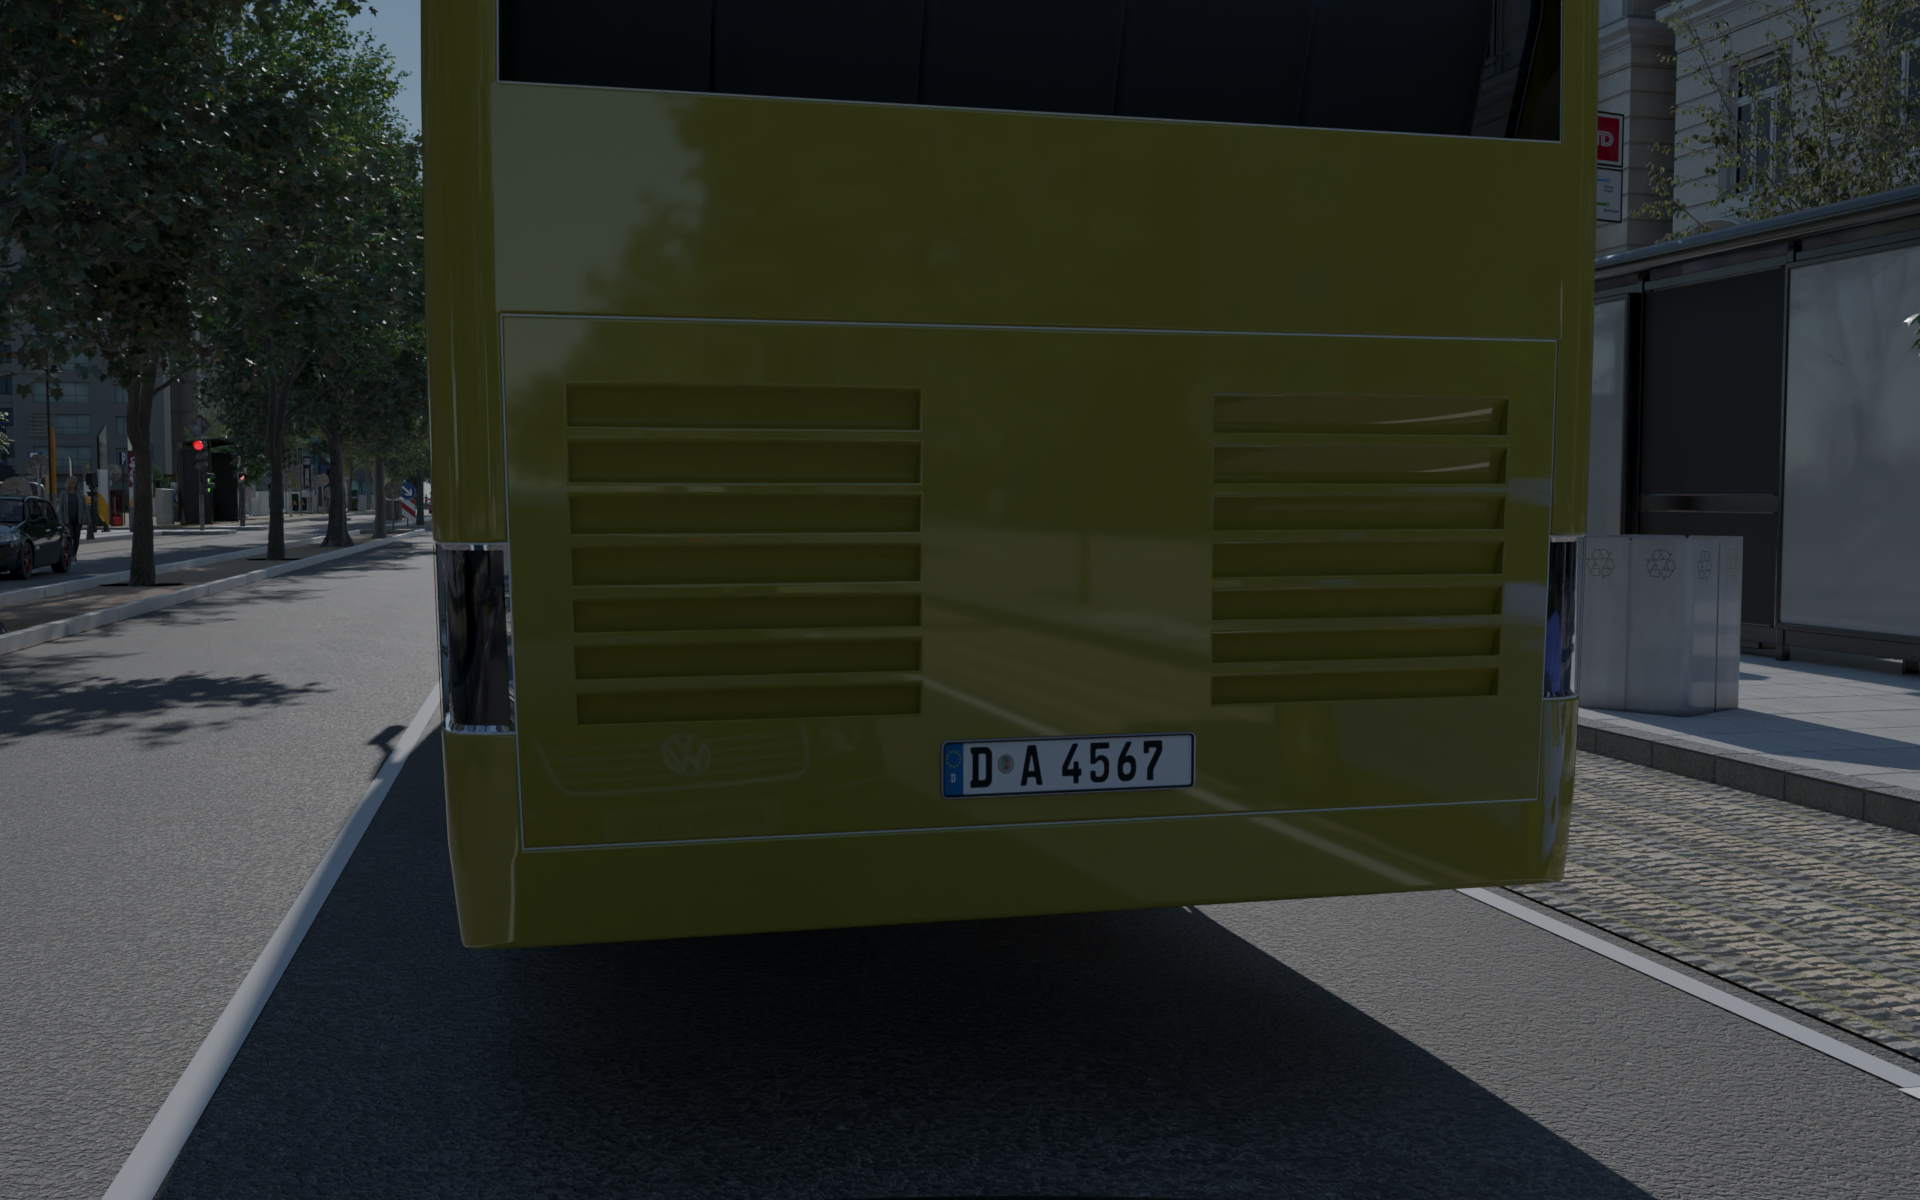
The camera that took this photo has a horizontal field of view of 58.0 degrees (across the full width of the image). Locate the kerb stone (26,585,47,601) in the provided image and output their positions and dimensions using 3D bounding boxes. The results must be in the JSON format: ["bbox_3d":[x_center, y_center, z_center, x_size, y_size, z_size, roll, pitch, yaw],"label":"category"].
[{"bbox_3d":[-12.593,-0.072,23.423,0.120,0.150,1.000,-1,4,-13],"label":"kerb stone"}]

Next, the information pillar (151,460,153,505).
[{"bbox_3d":[-32.408,-4.756,69.121,0.183,3.616,0.504,0,4,6],"label":"information pillar"}]

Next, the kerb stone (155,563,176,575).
[{"bbox_3d":[-14.438,-0.562,31.411,0.120,0.150,1.000,-1,4,-13],"label":"kerb stone"}]

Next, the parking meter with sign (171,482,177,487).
[{"bbox_3d":[-50.623,-7.078,111.978,1.738,3.016,0.543,3,5,39],"label":"parking meter with sign"}]

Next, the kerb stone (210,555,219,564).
[{"bbox_3d":[-15.359,-0.798,35.400,0.120,0.150,1.000,-1,4,-13],"label":"kerb stone"}]

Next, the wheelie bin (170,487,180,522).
[{"bbox_3d":[-36.139,-4.393,79.736,0.980,1.594,0.693,2,4,33],"label":"wheelie bin"}]

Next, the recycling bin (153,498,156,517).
[{"bbox_3d":[-45.782,-5.281,98.904,0.722,1.027,0.722,-3,4,-38],"label":"recycling bin"}]

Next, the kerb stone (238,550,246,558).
[{"bbox_3d":[-16.049,-0.988,38.410,0.120,0.150,1.000,-1,4,-13],"label":"kerb stone"}]

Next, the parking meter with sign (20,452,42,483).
[{"bbox_3d":[-38.297,-4.572,71.005,0.543,3.016,1.738,0,4,-2],"label":"parking meter with sign"}]

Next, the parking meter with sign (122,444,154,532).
[{"bbox_3d":[-27.971,-3.844,59.117,0.543,3.016,1.738,-1,4,-13],"label":"parking meter with sign"}]

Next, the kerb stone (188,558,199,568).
[{"bbox_3d":[-14.887,-0.681,33.405,0.120,0.150,1.000,-1,4,-13],"label":"kerb stone"}]

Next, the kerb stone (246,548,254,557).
[{"bbox_3d":[-16.277,-1.051,39.409,0.120,0.150,1.000,-1,4,-13],"label":"kerb stone"}]

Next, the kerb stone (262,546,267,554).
[{"bbox_3d":[-16.739,-1.175,41.410,0.120,0.150,1.000,-1,4,-13],"label":"kerb stone"}]

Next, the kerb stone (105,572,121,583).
[{"bbox_3d":[-13.515,-0.319,27.414,0.120,0.150,1.000,-1,4,-13],"label":"kerb stone"}]

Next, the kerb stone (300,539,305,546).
[{"bbox_3d":[-18.121,-1.541,47.389,0.120,0.150,1.000,-1,4,-13],"label":"kerb stone"}]

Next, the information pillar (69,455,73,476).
[{"bbox_3d":[-53.062,-6.857,103.469,0.183,3.616,0.504,-3,4,-37],"label":"information pillar"}]

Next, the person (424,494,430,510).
[{"bbox_3d":[-49.038,-9.018,159.165,0.991,1.433,0.599,-1,4,-10],"label":"person"}]

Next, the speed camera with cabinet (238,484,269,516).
[{"bbox_3d":[-41.073,-6.514,100.845,0.660,3.252,2.038,1,4,9],"label":"speed camera with cabinet"}]

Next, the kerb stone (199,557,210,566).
[{"bbox_3d":[-15.122,-0.747,34.404,0.120,0.150,1.000,-1,4,-13],"label":"kerb stone"}]

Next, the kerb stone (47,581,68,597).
[{"bbox_3d":[-12.816,-0.132,24.420,0.120,0.150,1.000,-1,4,-13],"label":"kerb stone"}]

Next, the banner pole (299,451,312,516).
[{"bbox_3d":[-38.131,-6.774,100.767,0.863,3.779,0.401,-3,5,-42],"label":"banner pole"}]

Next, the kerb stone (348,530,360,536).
[{"bbox_3d":[-21.119,-2.334,60.360,0.120,0.150,1.000,-1,4,-13],"label":"kerb stone"}]

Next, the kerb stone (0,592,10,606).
[{"bbox_3d":[-12.345,-0.014,22.431,0.120,0.150,1.000,-1,4,-13],"label":"kerb stone"}]

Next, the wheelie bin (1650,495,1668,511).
[{"bbox_3d":[12.645,-1.473,31.989,0.693,1.594,0.980,-2,4,-24],"label":"wheelie bin"}]

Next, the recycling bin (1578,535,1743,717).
[{"bbox_3d":[4.189,0.132,10.400,0.722,1.027,0.722,-3,5,-42],"label":"recycling bin"}]

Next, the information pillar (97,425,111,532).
[{"bbox_3d":[-28.782,-4.086,58.164,0.183,3.616,0.504,0,4,2],"label":"information pillar"}]

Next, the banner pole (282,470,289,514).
[{"bbox_3d":[-43.907,-7.483,112.356,0.863,3.779,0.401,2,4,28],"label":"banner pole"}]

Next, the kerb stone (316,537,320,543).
[{"bbox_3d":[-18.816,-1.719,50.379,0.120,0.150,1.000,-1,4,-13],"label":"kerb stone"}]

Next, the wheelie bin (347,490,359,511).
[{"bbox_3d":[-45.385,-7.443,129.597,0.980,1.594,0.693,0,4,-3],"label":"wheelie bin"}]

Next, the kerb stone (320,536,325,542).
[{"bbox_3d":[-19.040,-1.784,51.377,0.120,0.150,1.000,-1,4,-13],"label":"kerb stone"}]

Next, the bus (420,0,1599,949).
[{"bbox_3d":[-1.294,-1.093,9.423,2.896,3.916,12.252,-1,4,-14],"label":"bus"}]

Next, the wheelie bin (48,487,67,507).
[{"bbox_3d":[-42.965,-4.571,82.647,0.980,1.594,0.693,-1,4,-23],"label":"wheelie bin"}]

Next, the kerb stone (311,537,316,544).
[{"bbox_3d":[-18.578,-1.660,49.382,0.120,0.150,1.000,-1,4,-13],"label":"kerb stone"}]

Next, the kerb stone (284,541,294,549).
[{"bbox_3d":[-17.661,-1.419,45.397,0.120,0.150,1.000,-1,4,-13],"label":"kerb stone"}]

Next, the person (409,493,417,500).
[{"bbox_3d":[-40.628,-7.330,128.524,0.592,1.802,0.473,3,4,36],"label":"person"}]

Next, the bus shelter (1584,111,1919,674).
[{"bbox_3d":[6.543,-2.323,15.620,2.179,5.291,8.768,-1,4,-13],"label":"bus shelter"}]

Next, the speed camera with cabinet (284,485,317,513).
[{"bbox_3d":[-45.417,-7.628,119.056,0.660,3.252,2.038,3,4,36],"label":"speed camera with cabinet"}]

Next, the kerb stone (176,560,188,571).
[{"bbox_3d":[-14.663,-0.616,32.408,0.120,0.150,1.000,-1,4,-13],"label":"kerb stone"}]

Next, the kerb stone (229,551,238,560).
[{"bbox_3d":[-15.810,-0.930,37.403,0.120,0.150,1.000,-1,4,-13],"label":"kerb stone"}]

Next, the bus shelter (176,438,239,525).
[{"bbox_3d":[-32.308,-5.113,74.878,1.731,3.624,6.357,-1,4,-13],"label":"bus shelter"}]

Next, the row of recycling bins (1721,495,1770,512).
[{"bbox_3d":[13.900,-1.307,28.483,1.069,1.692,3.534,-1,4,-15],"label":"row of recycling bins"}]

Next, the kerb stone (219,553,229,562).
[{"bbox_3d":[-15.584,-0.865,36.396,0.120,0.150,1.000,-1,4,-13],"label":"kerb stone"}]

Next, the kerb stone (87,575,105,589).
[{"bbox_3d":[-13.278,-0.251,26.412,0.120,0.150,1.000,-1,4,-13],"label":"kerb stone"}]

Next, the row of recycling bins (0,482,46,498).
[{"bbox_3d":[-32.278,-3.156,58.719,1.069,1.692,3.534,0,4,7],"label":"row of recycling bins"}]

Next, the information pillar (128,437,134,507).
[{"bbox_3d":[-33.820,-4.855,70.729,0.183,3.616,0.504,-3,5,-44],"label":"information pillar"}]

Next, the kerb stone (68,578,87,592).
[{"bbox_3d":[-13.044,-0.197,25.416,0.120,0.150,1.000,-1,4,-13],"label":"kerb stone"}]

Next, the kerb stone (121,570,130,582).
[{"bbox_3d":[-13.743,-0.380,28.413,0.120,0.150,1.000,-1,4,-13],"label":"kerb stone"}]

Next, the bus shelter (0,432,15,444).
[{"bbox_3d":[-28.334,-3.334,48.427,2.014,3.302,5.546,-1,4,-13],"label":"bus shelter"}]

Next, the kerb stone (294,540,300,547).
[{"bbox_3d":[-17.886,-1.480,46.394,0.120,0.150,1.000,-1,4,-13],"label":"kerb stone"}]

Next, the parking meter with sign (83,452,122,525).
[{"bbox_3d":[-35.590,-4.626,71.904,1.738,3.016,0.543,0,4,-6],"label":"parking meter with sign"}]

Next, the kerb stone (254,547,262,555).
[{"bbox_3d":[-16.500,-1.114,40.414,0.120,0.150,1.000,-1,4,-13],"label":"kerb stone"}]

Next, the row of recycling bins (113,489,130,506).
[{"bbox_3d":[-63.875,-7.612,131.569,1.069,1.692,3.534,-3,5,-40],"label":"row of recycling bins"}]

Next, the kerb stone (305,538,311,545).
[{"bbox_3d":[-18.351,-1.602,48.385,0.120,0.150,1.000,-1,4,-13],"label":"kerb stone"}]

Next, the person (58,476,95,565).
[{"bbox_3d":[-17.886,-1.614,35.077,0.709,1.800,0.728,-3,4,-37],"label":"person"}]

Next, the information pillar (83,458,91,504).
[{"bbox_3d":[-56.145,-7.348,111.491,0.504,3.616,0.183,0,4,0],"label":"information pillar"}]
